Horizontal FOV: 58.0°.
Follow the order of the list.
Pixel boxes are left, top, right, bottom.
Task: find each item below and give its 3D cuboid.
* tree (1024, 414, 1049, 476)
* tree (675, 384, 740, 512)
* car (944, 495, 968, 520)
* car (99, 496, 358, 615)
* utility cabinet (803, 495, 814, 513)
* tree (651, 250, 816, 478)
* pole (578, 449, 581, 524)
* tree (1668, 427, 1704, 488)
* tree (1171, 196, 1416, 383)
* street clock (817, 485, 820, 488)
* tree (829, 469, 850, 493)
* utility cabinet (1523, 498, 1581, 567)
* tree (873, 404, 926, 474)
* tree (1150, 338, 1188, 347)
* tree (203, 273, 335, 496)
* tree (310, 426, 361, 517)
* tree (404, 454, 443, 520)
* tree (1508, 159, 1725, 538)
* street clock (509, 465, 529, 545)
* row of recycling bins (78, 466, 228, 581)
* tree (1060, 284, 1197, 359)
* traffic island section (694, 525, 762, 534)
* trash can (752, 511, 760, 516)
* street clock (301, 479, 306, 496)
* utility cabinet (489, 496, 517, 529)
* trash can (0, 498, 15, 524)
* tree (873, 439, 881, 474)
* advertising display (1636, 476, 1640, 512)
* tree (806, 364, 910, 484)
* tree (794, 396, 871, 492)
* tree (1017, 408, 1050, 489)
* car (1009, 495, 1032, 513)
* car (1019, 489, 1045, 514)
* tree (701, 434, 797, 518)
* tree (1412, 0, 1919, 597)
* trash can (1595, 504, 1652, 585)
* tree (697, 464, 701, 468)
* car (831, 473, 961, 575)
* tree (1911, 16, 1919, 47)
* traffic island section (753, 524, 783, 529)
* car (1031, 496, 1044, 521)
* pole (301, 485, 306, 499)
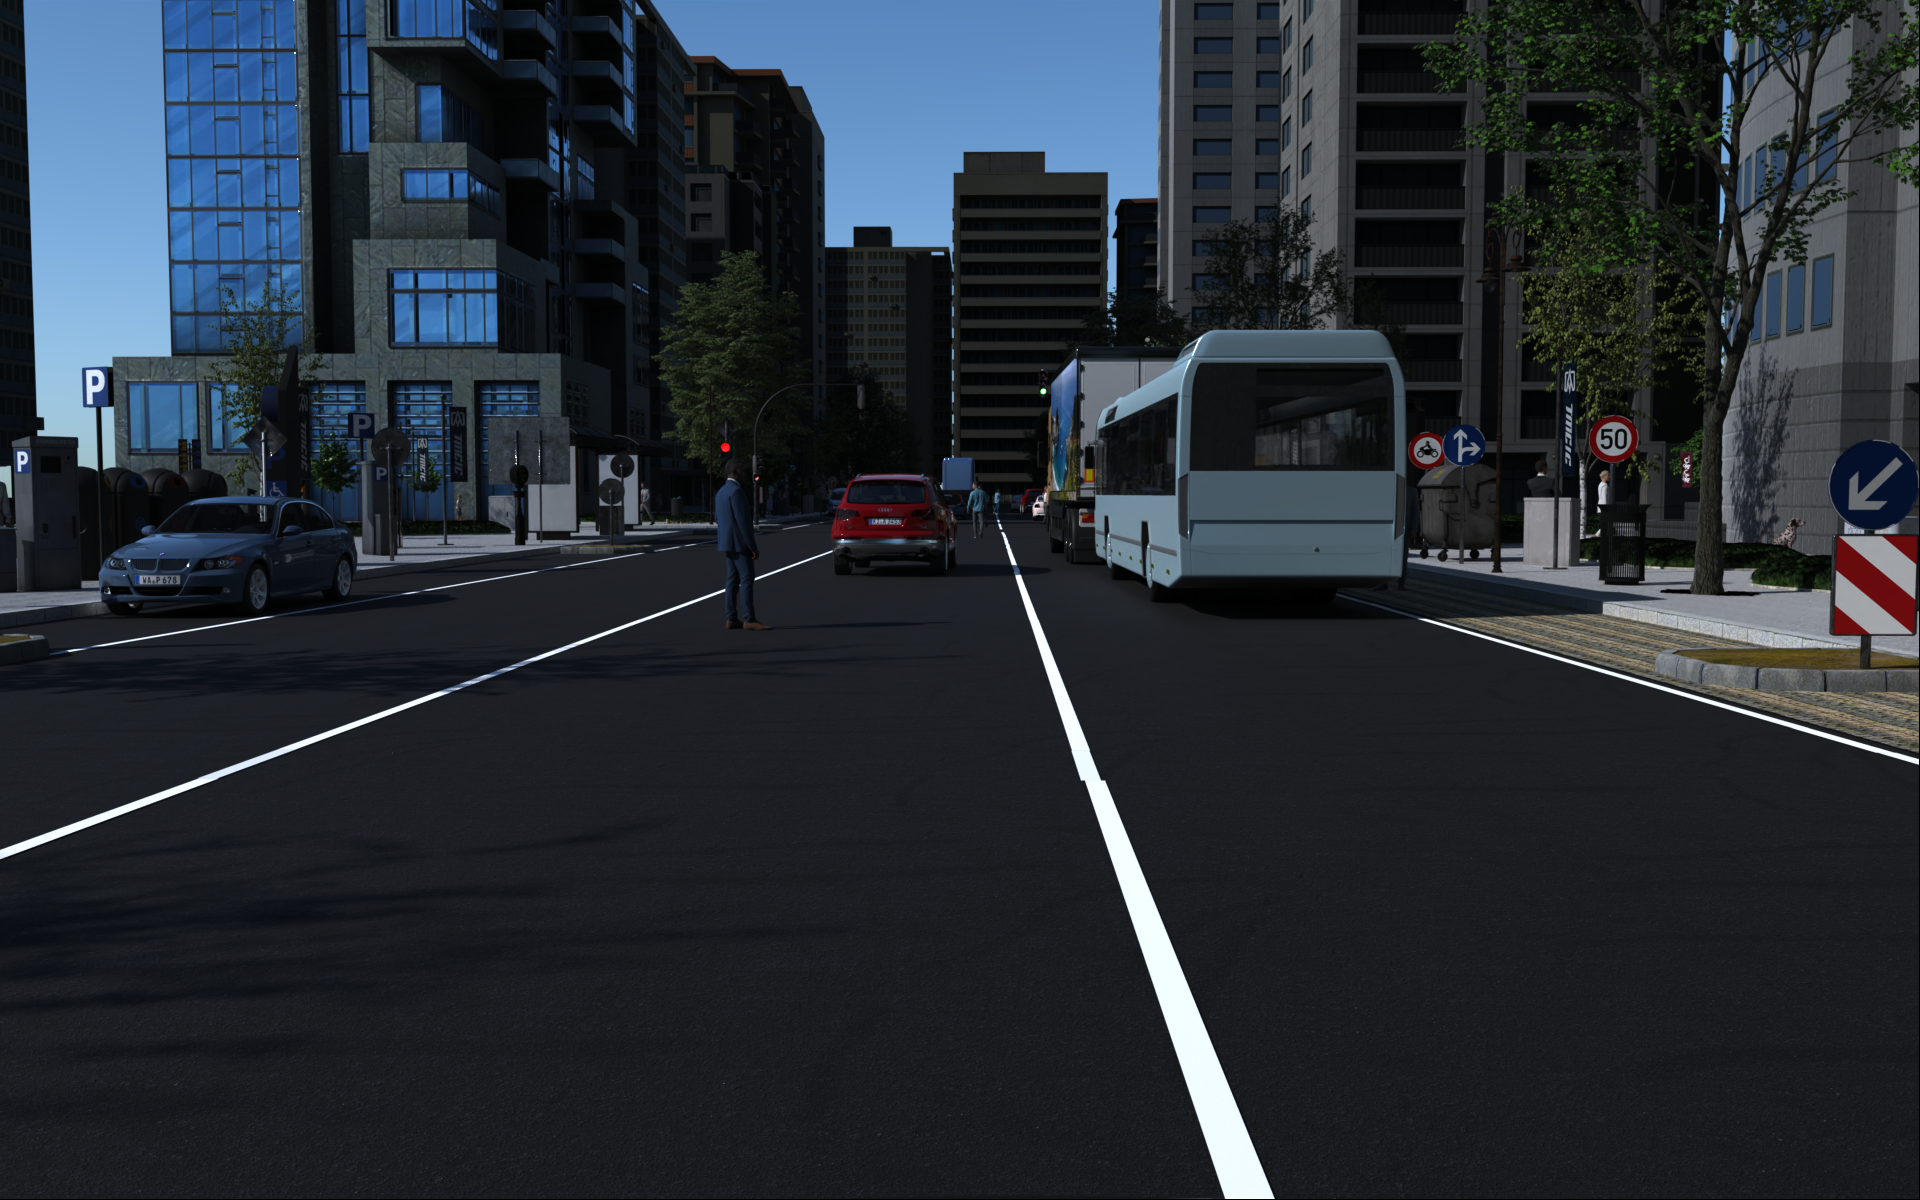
[{"bbox_3d":[11.169,-15.495,187.748,7.601,10.594,8.767,2,4,32],"label":"tree"},{"bbox_3d":[-16.833,-10.050,114.675,4.737,8.622,4.395,0,3,0],"label":"tree"},{"bbox_3d":[-0.479,-5.233,97.556,2.014,1.417,4.499,0,4,2],"label":"car"},{"bbox_3d":[-9.152,-0.613,22.026,2.014,1.417,4.499,0,4,1],"label":"car"},{"bbox_3d":[-10.091,-6.347,114.938,0.306,1.237,1.020,2,4,27],"label":"utility cabinet"},{"bbox_3d":[-10.446,-9.931,80.499,7.486,12.596,7.792,0,3,0],"label":"tree"},{"bbox_3d":[-16.167,-4.857,73.255,0.158,3.312,0.155,0,3,0],"label":"pole"},{"bbox_3d":[33.185,-5.667,76.370,4.285,4.588,4.351,0,3,0],"label":"tree"},{"bbox_3d":[10.025,-7.282,53.470,8.767,10.594,7.601,2,4,27],"label":"tree"},{"bbox_3d":[-11.522,-8.321,140.618,0.358,2.002,0.471,-2,4,-27],"label":"street clock"},{"bbox_3d":[-9.603,-8.546,134.323,1.663,3.219,1.824,0,3,0],"label":"tree"},{"bbox_3d":[10.615,-1.217,31.059,0.306,1.237,1.020,-2,4,-33],"label":"utility cabinet"},{"bbox_3d":[-7.776,-18.386,218.733,7.486,12.596,7.792,0,3,0],"label":"tree"},{"bbox_3d":[9.811,-7.952,80.384,4.737,8.622,4.395,0,3,0],"label":"tree"},{"bbox_3d":[-23.541,-6.617,58.555,4.737,8.622,4.395,0,3,0],"label":"tree"},{"bbox_3d":[-17.719,-3.347,49.319,1.663,3.219,1.824,0,3,0],"label":"tree"},{"bbox_3d":[-23.444,-4.995,76.268,1.663,3.219,1.824,0,3,0],"label":"tree"},{"bbox_3d":[13.921,-5.367,38.107,4.737,8.622,4.395,0,3,0],"label":"tree"},{"bbox_3d":[-11.080,-2.386,43.573,0.358,2.002,0.471,2,4,25],"label":"street clock"},{"bbox_3d":[-12.849,-1.226,27.158,1.069,1.692,3.534,1,4,14],"label":"row of recycling bins"},{"bbox_3d":[10.693,-12.086,104.255,9.857,13.997,8.962,0,3,0],"label":"tree"},{"bbox_3d":[-8.563,-2.528,63.607,2.009,0.180,2.903,0,4,1],"label":"traffic island section"},{"bbox_3d":[-12.307,-5.629,103.692,0.748,1.137,0.748,0,3,0],"label":"trash can"},{"bbox_3d":[-24.639,-3.667,64.522,0.471,2.002,0.358,1,4,12],"label":"street clock"},{"bbox_3d":[-16.568,-3.162,62.860,1.020,1.237,0.306,0,4,8],"label":"utility cabinet"},{"bbox_3d":[-39.358,-3.658,71.469,0.748,1.137,0.748,0,3,0],"label":"trash can"},{"bbox_3d":[-9.245,-14.228,182.995,4.737,8.622,4.395,0,3,0],"label":"tree"},{"bbox_3d":[23.943,-3.423,61.185,0.123,1.923,0.974,1,4,22],"label":"advertising display"},{"bbox_3d":[-9.071,-14.413,152.662,9.611,12.733,9.660,0,3,0],"label":"tree"},{"bbox_3d":[-10.022,-10.950,129.389,4.737,8.622,4.395,0,3,0],"label":"tree"},{"bbox_3d":[12.100,-18.726,223.174,9.611,12.733,9.660,0,3,0],"label":"tree"},{"bbox_3d":[4.896,-7.539,135.616,2.083,1.381,4.827,0,4,2],"label":"car"},{"bbox_3d":[5.464,-7.136,125.354,2.281,1.827,5.304,0,4,-1],"label":"car"},{"bbox_3d":[-10.476,-6.608,91.747,4.285,4.588,4.351,0,3,0],"label":"tree"},{"bbox_3d":[9.747,-5.874,21.789,9.928,11.665,9.643,0,3,0],"label":"tree"},{"bbox_3d":[9.371,-0.785,24.494,0.748,1.137,0.748,0,3,0],"label":"trash can"},{"bbox_3d":[-14.789,-7.652,108.831,4.285,4.588,4.351,0,3,0],"label":"tree"},{"bbox_3d":[-1.151,-1.440,32.224,2.281,1.827,5.304,0,4,3],"label":"car"},{"bbox_3d":[8.704,-5.505,7.007,9.611,12.733,9.660,0,3,0],"label":"tree"},{"bbox_3d":[-8.430,-3.016,71.591,2.009,0.180,2.903,0,4,1],"label":"traffic island section"},{"bbox_3d":[4.865,-4.994,94.009,2.083,1.381,4.827,0,4,3],"label":"car"},{"bbox_3d":[-26.935,-4.716,70.946,0.158,3.312,0.155,0,3,0],"label":"pole"}]
